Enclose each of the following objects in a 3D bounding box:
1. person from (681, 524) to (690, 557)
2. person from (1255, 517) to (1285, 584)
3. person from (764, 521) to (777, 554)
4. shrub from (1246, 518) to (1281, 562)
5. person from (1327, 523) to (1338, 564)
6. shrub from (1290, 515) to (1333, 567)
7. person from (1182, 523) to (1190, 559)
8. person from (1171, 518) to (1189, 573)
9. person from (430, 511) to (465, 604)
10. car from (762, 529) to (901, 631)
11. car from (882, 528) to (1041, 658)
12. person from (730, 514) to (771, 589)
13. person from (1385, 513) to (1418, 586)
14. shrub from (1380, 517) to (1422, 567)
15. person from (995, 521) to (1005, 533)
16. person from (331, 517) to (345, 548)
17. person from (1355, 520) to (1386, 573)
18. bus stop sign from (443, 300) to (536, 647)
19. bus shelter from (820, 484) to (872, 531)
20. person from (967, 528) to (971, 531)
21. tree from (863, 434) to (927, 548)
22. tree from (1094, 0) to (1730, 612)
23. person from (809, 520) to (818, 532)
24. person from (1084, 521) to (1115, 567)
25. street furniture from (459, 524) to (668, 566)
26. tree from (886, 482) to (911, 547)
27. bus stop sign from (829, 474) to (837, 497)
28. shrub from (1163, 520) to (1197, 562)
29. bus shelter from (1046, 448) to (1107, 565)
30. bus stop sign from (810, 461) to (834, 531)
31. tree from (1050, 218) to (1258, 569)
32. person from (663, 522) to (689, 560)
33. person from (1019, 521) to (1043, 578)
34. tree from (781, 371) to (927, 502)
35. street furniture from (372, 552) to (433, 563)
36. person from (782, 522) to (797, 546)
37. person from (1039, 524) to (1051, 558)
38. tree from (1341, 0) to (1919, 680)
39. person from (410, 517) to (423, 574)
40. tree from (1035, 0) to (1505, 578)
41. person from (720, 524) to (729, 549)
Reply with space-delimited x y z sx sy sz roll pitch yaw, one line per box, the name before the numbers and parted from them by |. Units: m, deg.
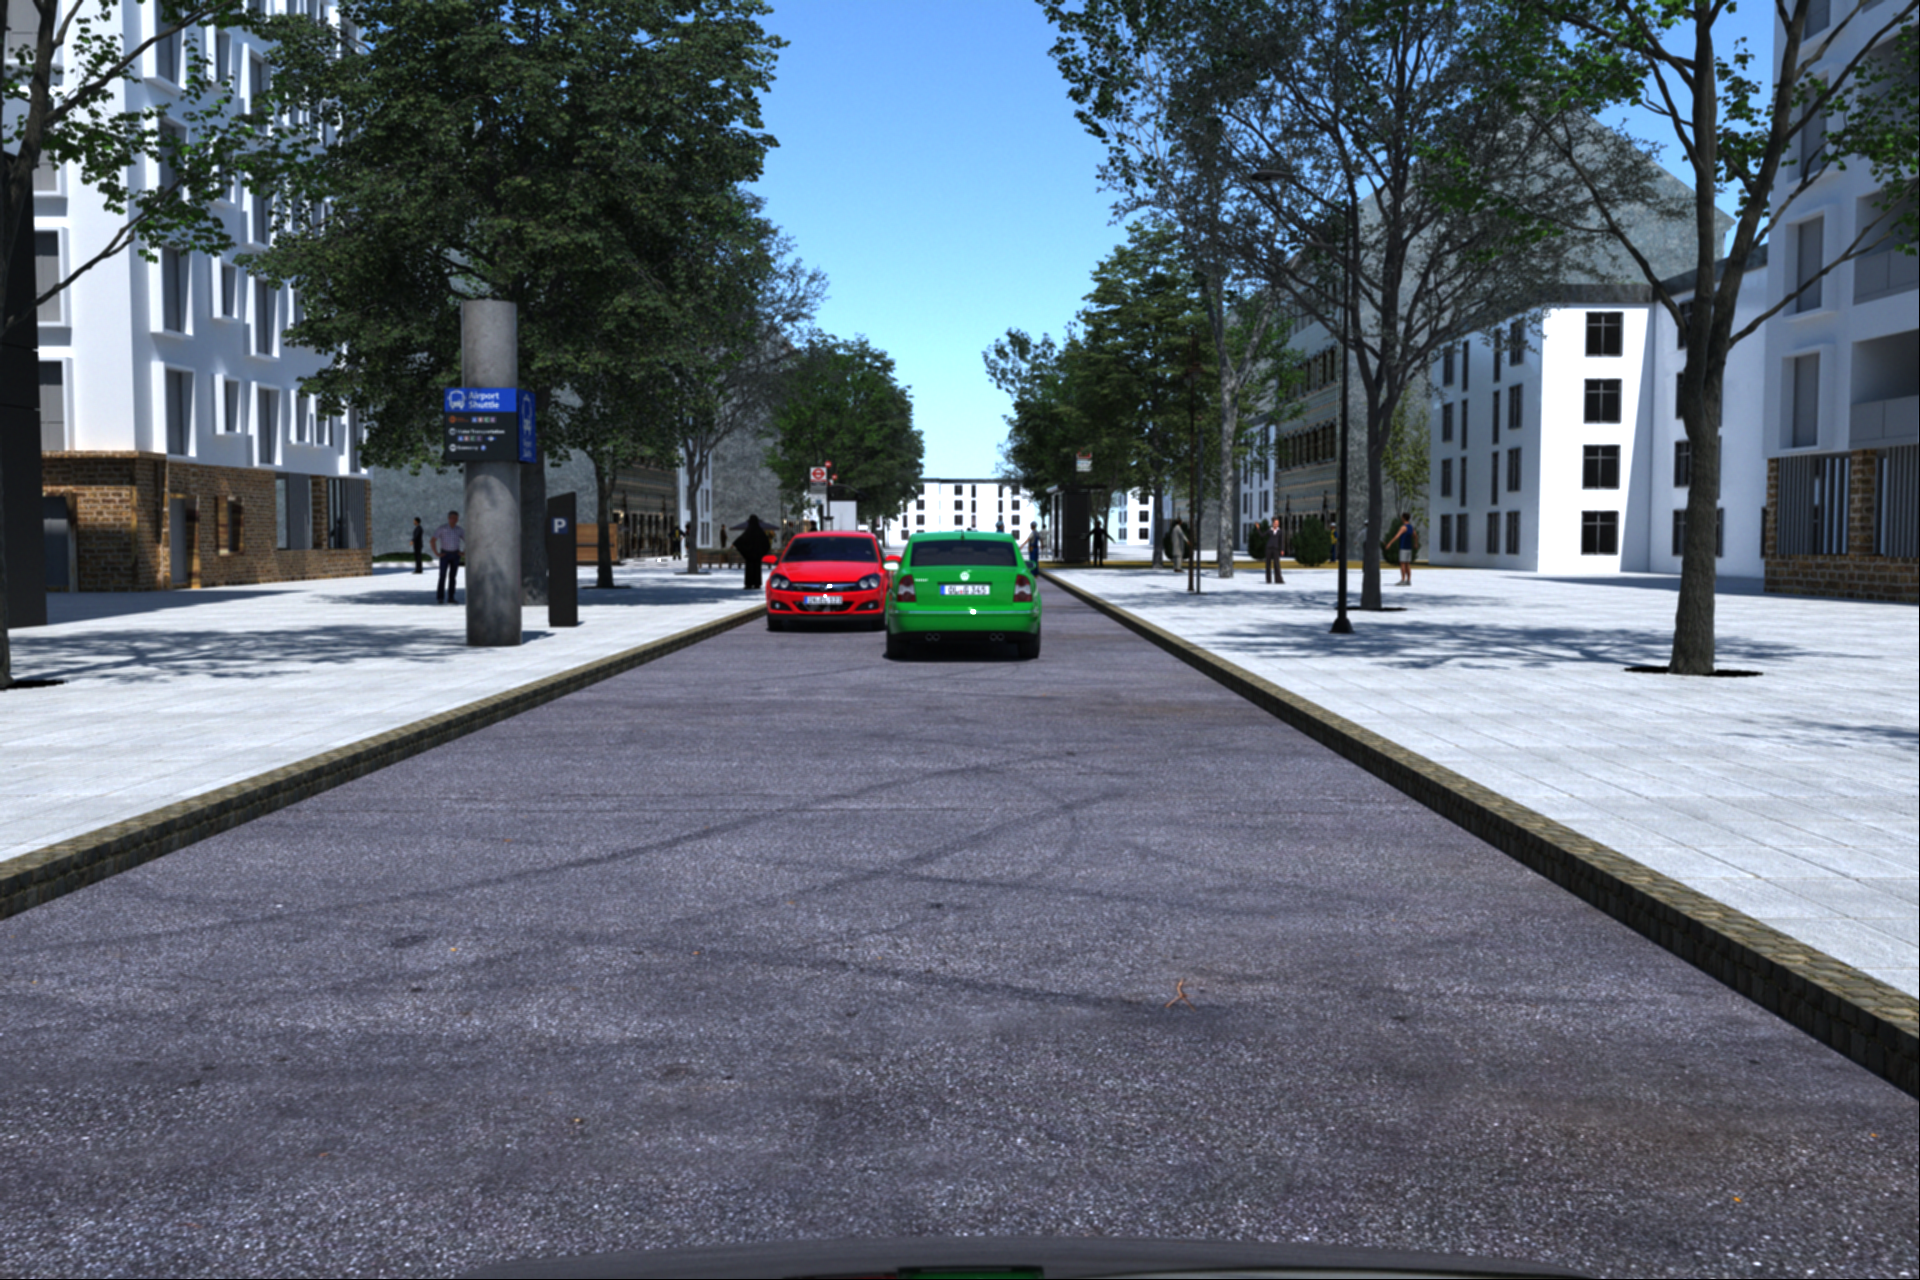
person | -15.152 -5.510 96.225 0.704 1.843 1.345 1 4 18
person | 7.999 -2.315 44.691 0.742 1.727 0.445 -1 4 -23
person | -8.423 -4.279 75.725 1.354 1.858 0.705 3 5 44
shrub | 14.089 -4.667 80.342 1.661 2.075 1.752 0 3 0
person | 16.186 -4.228 75.593 0.721 1.772 1.216 -1 4 -9
shrub | 13.739 -3.892 67.675 1.661 2.075 1.752 0 3 0
person | 11.337 -5.001 87.706 1.347 1.837 0.705 -3 4 -38
person | 7.323 -3.168 57.880 0.704 1.819 1.344 -1 4 -17
person | -9.452 -1.542 32.198 0.756 1.711 0.436 -2 4 -29
car | -1.965 -1.102 27.066 2.155 1.783 4.494 0 4 0
car | 0.008 -0.767 21.338 1.959 1.807 4.718 0 4 -1
person | -4.868 -2.053 40.355 0.721 1.737 1.214 3 5 41
person | 11.017 -2.249 42.947 1.345 1.807 0.704 -3 5 -43
shrub | 17.419 -3.926 68.611 1.690 2.028 1.600 0 3 0
person | 1.202 -2.567 50.559 0.704 1.817 1.347 -1 4 -9
person | -19.766 -3.033 55.422 1.345 1.849 0.704 0 4 6
person | 13.564 -3.113 57.361 0.721 1.778 1.216 -3 5 -42
bus stop sign | -5.367 -1.885 19.842 0.837 3.901 0.837 0 4 0
bus shelter | -4.885 -4.822 72.756 2.014 3.302 5.546 0 4 1
person | 0.334 -4.523 83.131 0.721 1.740 1.216 1 4 18
tree | -6.934 -14.295 159.478 9.928 11.665 9.643 0 3 0
tree | 6.987 -7.230 28.588 12.009 13.543 11.850 0 3 0
person | -5.664 -3.681 66.372 0.705 1.806 1.347 2 4 24
person | 5.476 -3.799 68.341 1.346 1.802 0.704 -1 4 -19
street furniture | -17.928 -4.063 73.291 11.010 1.723 9.812 -1 4 -8
tree | -6.775 -13.302 167.843 4.737 8.622 4.395 0 3 0
bus stop sign | -5.800 -5.413 77.213 0.855 3.939 0.416 0 4 2
shrub | 10.152 -4.685 80.645 1.661 2.075 1.752 0 3 0
bus shelter | 5.052 -6.084 77.107 2.179 5.291 8.768 0 4 -2
bus stop sign | -5.016 -4.553 63.152 0.855 3.939 0.416 0 4 0
tree | 6.949 -8.877 63.261 7.486 12.596 7.792 0 3 0
person | -13.920 -4.853 85.127 1.354 1.856 0.705 -1 4 -14
person | 2.359 -2.915 55.971 0.705 1.847 1.347 2 4 35
tree | -7.697 -13.072 124.097 12.009 13.543 11.850 0 3 0
street furniture | -29.125 -3.800 77.754 10.072 0.657 5.734 0 4 -4
person | -7.162 -4.112 73.509 0.705 1.796 1.348 -3 5 -44
person | 4.572 -5.343 93.545 1.347 1.806 0.705 1 4 21
tree | 6.751 -5.481 15.375 9.928 11.665 9.643 0 3 0
person | -17.615 -3.066 56.183 0.704 1.823 1.345 0 4 -7
tree | 8.695 -11.794 48.728 12.611 20.169 13.585 0 3 0
person | -12.878 -5.406 94.522 0.704 1.812 1.346 -1 4 -23
